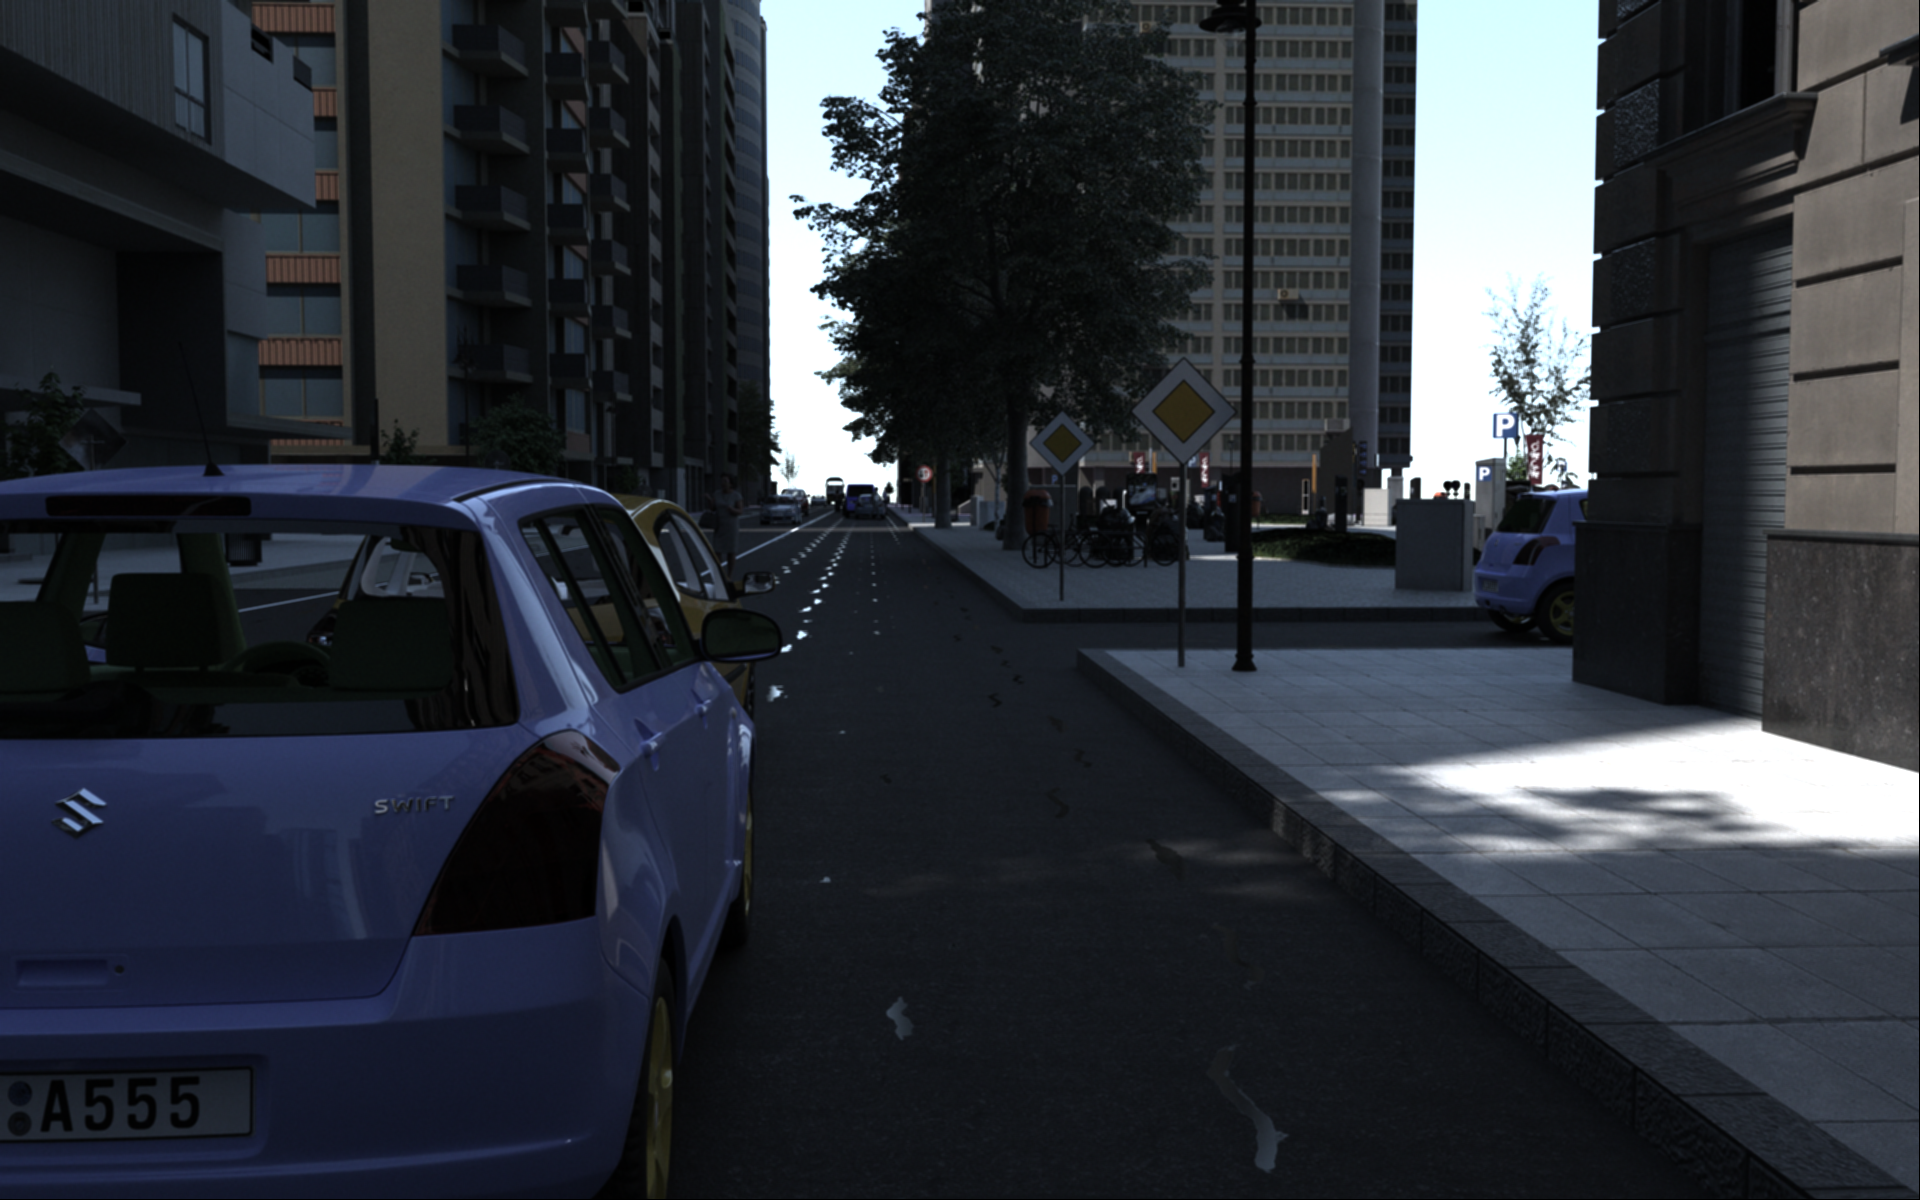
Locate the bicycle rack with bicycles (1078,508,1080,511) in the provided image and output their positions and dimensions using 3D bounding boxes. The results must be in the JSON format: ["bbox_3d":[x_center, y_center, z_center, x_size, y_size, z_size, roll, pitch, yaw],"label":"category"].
[{"bbox_3d":[5.946,-4.338,84.311,2.852,0.926,2.925,2,4,25],"label":"bicycle rack with bicycles"}]

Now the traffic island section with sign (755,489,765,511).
[{"bbox_3d":[-16.830,-8.470,147.112,1.989,1.847,2.006,0,4,-3],"label":"traffic island section with sign"}]

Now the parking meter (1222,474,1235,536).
[{"bbox_3d":[7.709,-2.689,49.678,0.399,1.863,0.255,0,4,5],"label":"parking meter"}]

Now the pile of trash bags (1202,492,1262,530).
[{"bbox_3d":[9.649,-3.262,63.085,1.912,1.369,3.447,-3,4,-38],"label":"pile of trash bags"}]

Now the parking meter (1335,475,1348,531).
[{"bbox_3d":[11.458,-2.836,52.079,0.255,1.863,0.399,-1,4,-11],"label":"parking meter"}]

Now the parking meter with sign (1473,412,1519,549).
[{"bbox_3d":[11.167,-2.464,36.543,0.543,3.016,1.738,3,5,39],"label":"parking meter with sign"}]

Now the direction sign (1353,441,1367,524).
[{"bbox_3d":[16.938,-5.011,73.934,0.876,3.537,0.379,-1,4,-13],"label":"direction sign"}]

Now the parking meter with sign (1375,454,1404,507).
[{"bbox_3d":[18.858,-4.814,74.973,1.738,3.016,0.543,1,4,22],"label":"parking meter with sign"}]

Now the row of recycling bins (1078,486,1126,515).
[{"bbox_3d":[7.095,-5.134,91.052,3.534,1.692,1.069,0,4,7],"label":"row of recycling bins"}]

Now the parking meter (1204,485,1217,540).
[{"bbox_3d":[7.045,-2.466,48.723,0.372,1.533,0.369,0,3,0],"label":"parking meter"}]

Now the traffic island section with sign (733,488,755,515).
[{"bbox_3d":[-15.359,-6.779,119.458,1.989,1.847,2.006,0,4,-3],"label":"traffic island section with sign"}]

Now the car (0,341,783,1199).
[{"bbox_3d":[-1.439,0.319,4.377,1.945,1.707,3.694,0,4,-3],"label":"car"}]

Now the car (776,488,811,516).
[{"bbox_3d":[-11.017,-6.471,114.473,2.281,1.827,5.304,0,4,-5],"label":"car"}]

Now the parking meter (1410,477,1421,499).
[{"bbox_3d":[15.806,-3.329,60.148,0.255,1.863,0.399,-1,4,-14],"label":"parking meter"}]

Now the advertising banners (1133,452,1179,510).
[{"bbox_3d":[8.118,-4.597,71.355,2.074,3.025,0.090,1,4,22],"label":"advertising banners"}]

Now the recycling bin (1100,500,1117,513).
[{"bbox_3d":[6.740,-4.042,78.643,0.722,1.027,0.722,1,4,8],"label":"recycling bin"}]

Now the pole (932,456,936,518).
[{"bbox_3d":[-1.397,-6.047,92.712,0.158,3.312,0.155,0,3,0],"label":"pole"}]

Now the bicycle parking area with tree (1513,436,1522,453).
[{"bbox_3d":[29.876,-6.014,85.328,8.231,4.147,9.016,0,4,8],"label":"bicycle parking area with tree"}]

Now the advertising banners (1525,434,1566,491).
[{"bbox_3d":[17.438,-3.307,50.262,2.074,3.025,0.090,2,4,28],"label":"advertising banners"}]

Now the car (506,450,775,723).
[{"bbox_3d":[-1.976,0.091,8.731,2.015,1.641,3.980,0,4,-3],"label":"car"}]

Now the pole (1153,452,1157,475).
[{"bbox_3d":[9.520,-5.559,84.732,0.158,3.312,0.155,0,3,0],"label":"pole"}]

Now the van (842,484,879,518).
[{"bbox_3d":[-6.039,-6.174,105.324,2.240,2.365,5.245,0,4,-3],"label":"van"}]

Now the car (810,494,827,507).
[{"bbox_3d":[-15.785,-11.071,193.015,2.014,1.417,4.499,0,4,-5],"label":"car"}]

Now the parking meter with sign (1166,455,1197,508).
[{"bbox_3d":[9.948,-5.038,78.639,0.543,3.016,1.738,-2,4,-34],"label":"parking meter with sign"}]

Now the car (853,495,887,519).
[{"bbox_3d":[-5.175,-5.353,99.521,2.014,1.417,4.499,0,4,-3],"label":"car"}]

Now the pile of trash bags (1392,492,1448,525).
[{"bbox_3d":[18.912,-3.784,71.618,3.447,1.369,1.912,-3,4,-36],"label":"pile of trash bags"}]

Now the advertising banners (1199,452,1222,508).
[{"bbox_3d":[10.717,-4.615,71.641,2.074,3.025,0.090,3,5,45],"label":"advertising banners"}]

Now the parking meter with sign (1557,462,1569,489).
[{"bbox_3d":[32.758,-5.942,93.405,0.543,3.016,1.738,3,5,41],"label":"parking meter with sign"}]

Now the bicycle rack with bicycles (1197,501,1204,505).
[{"bbox_3d":[12.293,-4.421,85.672,2.925,0.926,2.852,-1,4,-20],"label":"bicycle rack with bicycles"}]

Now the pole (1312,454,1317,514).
[{"bbox_3d":[18.161,-5.807,88.785,0.158,3.312,0.155,0,3,0],"label":"pole"}]

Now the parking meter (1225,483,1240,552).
[{"bbox_3d":[6.043,-1.825,38.252,0.372,1.533,0.369,0,3,0],"label":"parking meter"}]

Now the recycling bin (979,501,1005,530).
[{"bbox_3d":[1.146,-3.003,61.648,0.722,1.027,0.722,-2,4,-24],"label":"recycling bin"}]

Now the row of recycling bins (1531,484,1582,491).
[{"bbox_3d":[24.036,-3.953,71.738,3.534,1.692,1.069,-1,4,-9],"label":"row of recycling bins"}]

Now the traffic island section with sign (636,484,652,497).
[{"bbox_3d":[-12.743,-3.745,69.851,1.989,1.847,2.006,0,4,-3],"label":"traffic island section with sign"}]

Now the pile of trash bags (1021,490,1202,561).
[{"bbox_3d":[2.889,-1.501,34.294,3.447,1.369,1.912,1,4,15],"label":"pile of trash bags"}]

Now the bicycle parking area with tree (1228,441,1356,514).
[{"bbox_3d":[17.210,-6.511,93.451,8.231,4.147,9.016,1,4,11],"label":"bicycle parking area with tree"}]

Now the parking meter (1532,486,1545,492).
[{"bbox_3d":[17.638,-2.716,52.818,0.372,1.533,0.369,0,3,0],"label":"parking meter"}]

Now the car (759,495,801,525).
[{"bbox_3d":[-8.530,-4.313,82.518,2.014,1.417,4.499,0,4,-2],"label":"car"}]

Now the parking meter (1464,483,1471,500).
[{"bbox_3d":[25.560,-4.991,87.318,0.255,1.863,0.399,0,4,4],"label":"parking meter"}]

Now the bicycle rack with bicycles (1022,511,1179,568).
[{"bbox_3d":[2.481,-1.075,30.957,2.925,0.926,2.852,0,4,-2],"label":"bicycle rack with bicycles"}]

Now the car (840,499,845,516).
[{"bbox_3d":[-7.036,-6.509,116.211,2.009,1.686,4.222,0,4,-3],"label":"car"}]

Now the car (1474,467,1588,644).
[{"bbox_3d":[7.102,-0.473,17.330,3.694,1.707,1.945,0,4,-1],"label":"car"}]
